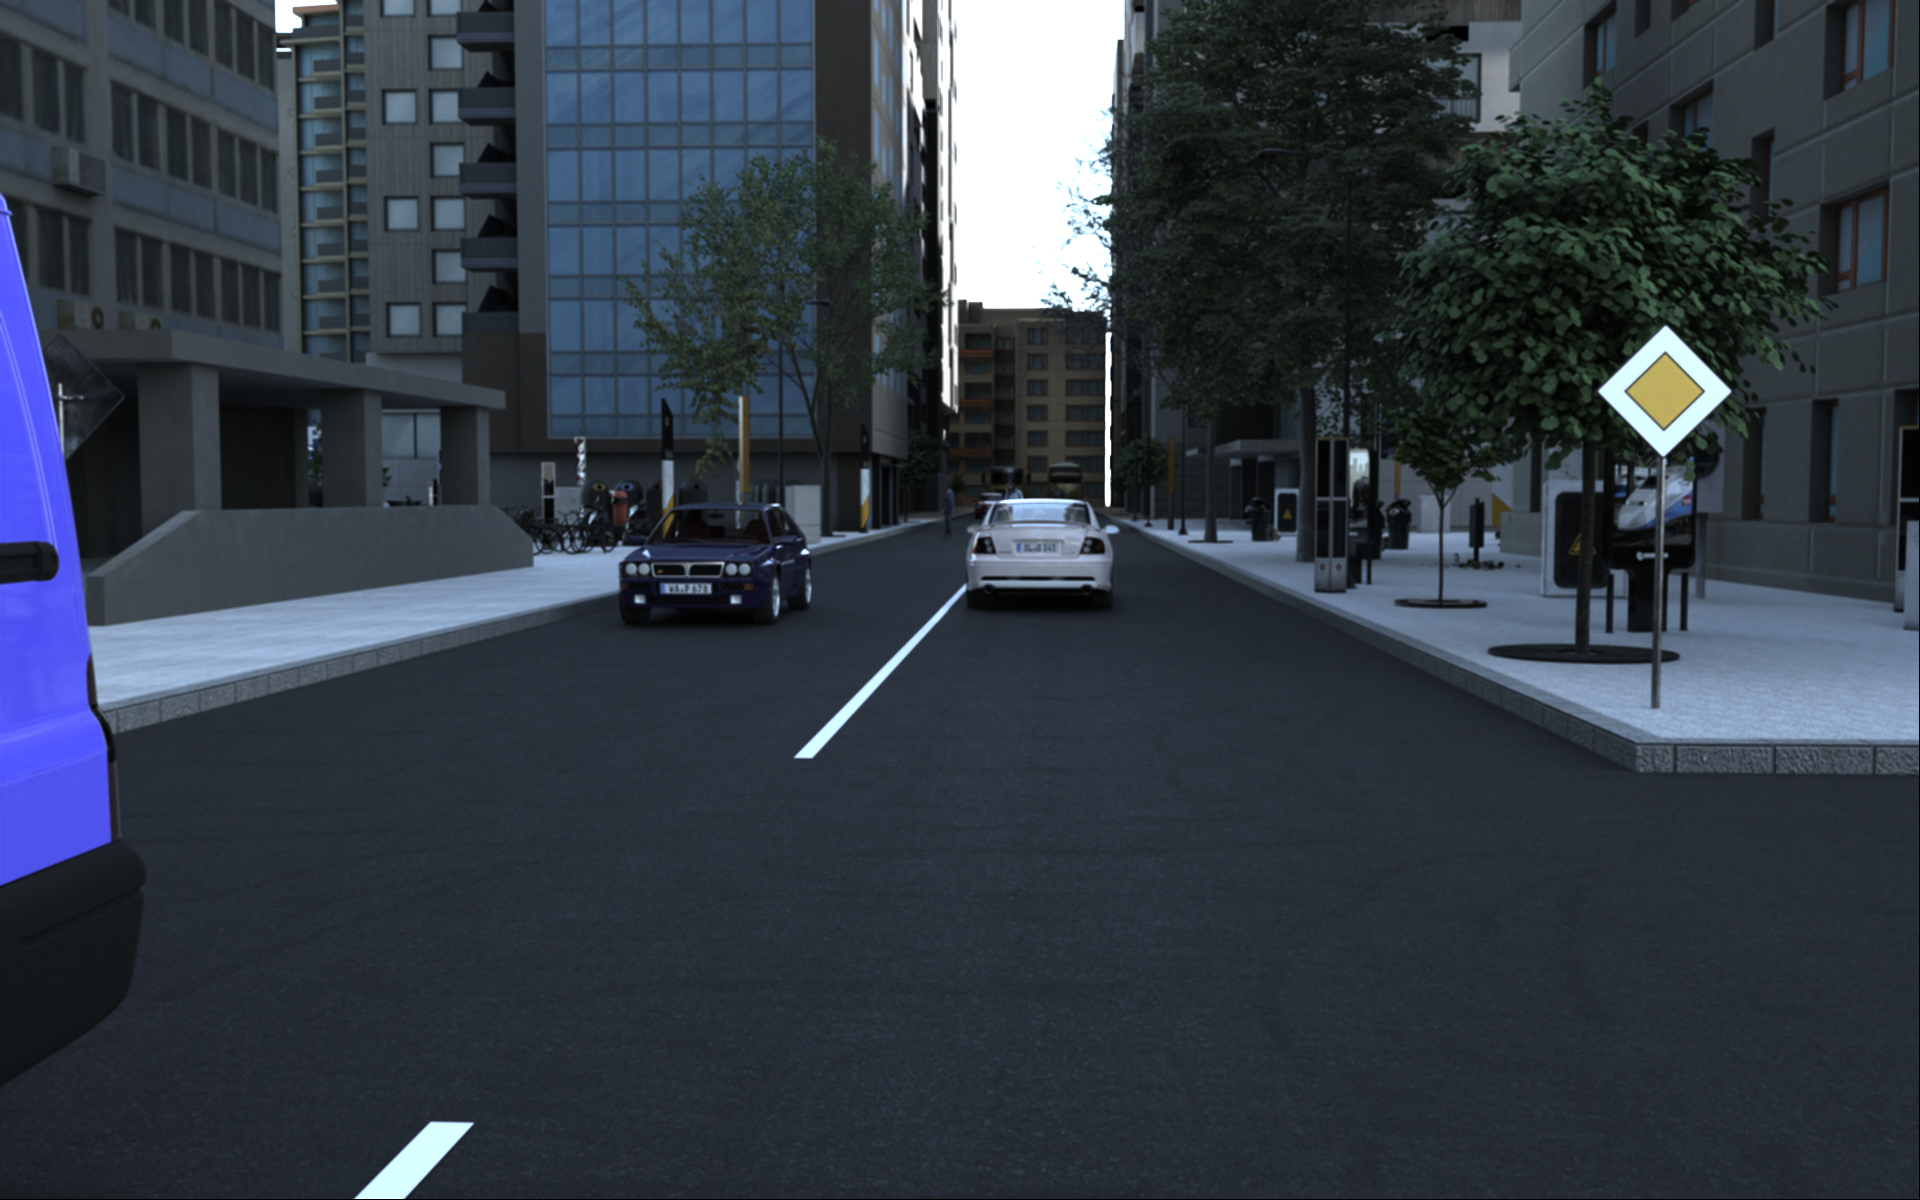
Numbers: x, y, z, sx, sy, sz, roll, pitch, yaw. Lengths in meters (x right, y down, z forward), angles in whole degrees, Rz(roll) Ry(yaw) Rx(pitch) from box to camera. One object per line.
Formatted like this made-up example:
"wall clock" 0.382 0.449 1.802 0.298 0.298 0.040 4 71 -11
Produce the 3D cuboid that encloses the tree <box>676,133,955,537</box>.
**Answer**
"tree" -4.148 -7.689 51.476 9.928 11.665 9.643 0 3 0

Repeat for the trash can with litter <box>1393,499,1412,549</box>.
"trash can with litter" 10.068 -1.774 40.398 0.624 1.170 1.055 -1 4 -17

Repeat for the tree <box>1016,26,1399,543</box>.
"tree" 6.583 -8.265 45.505 12.009 13.543 11.850 0 3 0

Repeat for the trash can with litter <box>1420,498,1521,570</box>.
"trash can with litter" 8.916 -1.170 30.194 1.678 1.210 2.233 1 4 14

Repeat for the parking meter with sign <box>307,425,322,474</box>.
"parking meter with sign" -16.259 -2.959 44.647 0.543 3.016 1.738 0 4 1

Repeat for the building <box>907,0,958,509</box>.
"building" -13.851 -34.093 146.666 27.495 52.752 28.713 0 4 3

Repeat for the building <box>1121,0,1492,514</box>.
"building" 27.538 -33.992 145.000 28.713 52.752 27.495 0 4 3

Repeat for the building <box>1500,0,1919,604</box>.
"building" 25.595 -10.886 23.028 28.899 21.520 27.650 0 4 3

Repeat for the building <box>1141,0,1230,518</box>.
"building" 21.482 -34.307 102.923 21.231 58.520 28.212 0 4 3

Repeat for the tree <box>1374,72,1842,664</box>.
"tree" 4.949 -1.825 13.555 4.285 4.588 4.351 0 3 0

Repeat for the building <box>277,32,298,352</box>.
"building" -63.186 -28.939 156.748 14.086 41.232 14.154 0 4 3

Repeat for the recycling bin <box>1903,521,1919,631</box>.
"recycling bin" 9.392 -0.226 16.252 0.722 1.027 0.722 -3 4 -37

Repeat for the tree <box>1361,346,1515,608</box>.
"tree" 5.646 -1.539 19.764 1.663 3.219 1.824 0 3 0

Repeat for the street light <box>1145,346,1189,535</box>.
"street light" 6.485 -5.005 54.373 1.470 5.913 1.316 0 4 3

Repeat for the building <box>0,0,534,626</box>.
"building" -24.007 -20.275 23.381 32.217 40.220 23.993 0 4 3

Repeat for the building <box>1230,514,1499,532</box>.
"building" 23.520 -29.401 69.948 28.713 52.752 27.495 0 4 3

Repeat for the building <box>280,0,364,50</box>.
"building" -41.818 -30.396 151.595 28.867 44.769 22.147 0 4 3

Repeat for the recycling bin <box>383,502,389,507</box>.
"recycling bin" -17.490 -2.444 52.520 0.722 1.027 0.722 0 4 -2

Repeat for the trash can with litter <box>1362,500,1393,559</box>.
"trash can with litter" 7.912 -1.399 34.262 0.624 1.170 1.055 -2 4 -26

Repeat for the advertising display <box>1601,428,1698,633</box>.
"advertising display" 6.407 -0.666 16.095 0.974 1.923 0.123 -1 4 -19

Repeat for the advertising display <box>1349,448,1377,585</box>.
"advertising display" 5.635 -1.204 24.892 0.123 1.923 0.974 -1 4 -22

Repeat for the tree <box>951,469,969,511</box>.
"tree" -0.349 -8.324 130.706 1.663 3.219 1.824 0 3 0

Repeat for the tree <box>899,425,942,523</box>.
"tree" -3.189 -6.180 84.761 4.285 4.588 4.351 0 3 0

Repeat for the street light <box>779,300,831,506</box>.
"street light" -3.773 -4.224 41.606 1.470 5.913 1.316 0 4 3

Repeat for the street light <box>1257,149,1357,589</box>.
"street light" 4.692 -3.113 23.441 1.470 5.913 1.316 0 4 3

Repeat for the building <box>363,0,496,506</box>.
"building" -16.385 -31.270 100.508 28.713 52.752 27.495 0 4 3

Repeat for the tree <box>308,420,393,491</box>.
"tree" -14.025 -2.733 39.293 1.663 3.219 1.824 0 3 0

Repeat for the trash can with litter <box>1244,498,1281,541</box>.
"trash can with litter" 8.287 -2.196 47.293 0.624 1.170 1.055 3 5 41

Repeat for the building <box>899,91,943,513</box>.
"building" -8.692 -21.398 121.562 14.160 30.474 14.107 0 4 3

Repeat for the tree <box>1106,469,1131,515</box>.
"tree" 9.824 -6.869 106.907 1.663 3.219 1.824 0 3 0

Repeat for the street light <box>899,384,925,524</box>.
"street light" -2.151 -6.142 72.955 1.470 5.913 1.316 0 4 3

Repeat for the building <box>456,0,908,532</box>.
"building" -9.454 -25.343 64.467 14.600 45.320 14.200 0 4 3

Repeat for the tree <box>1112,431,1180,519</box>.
"tree" 9.391 -6.396 88.289 4.285 4.588 4.351 0 3 0

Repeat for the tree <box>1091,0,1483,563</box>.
"tree" 6.162 -6.977 32.207 7.486 12.596 7.792 0 3 0

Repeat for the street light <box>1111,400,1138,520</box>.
"street light" 8.108 -6.897 85.314 1.470 5.913 1.316 0 4 3

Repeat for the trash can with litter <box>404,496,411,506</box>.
"trash can with litter" -21.960 -3.541 68.948 1.678 1.210 2.233 -2 4 -29

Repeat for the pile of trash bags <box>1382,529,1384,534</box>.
"pile of trash bags" 11.956 -2.839 56.176 3.447 1.369 1.912 0 4 5

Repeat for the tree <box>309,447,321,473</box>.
"tree" -31.115 -6.253 85.952 4.285 4.588 4.351 0 3 0

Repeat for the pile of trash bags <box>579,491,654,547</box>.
"pile of trash bags" -8.643 -2.082 43.785 1.912 1.369 3.447 -1 4 -10

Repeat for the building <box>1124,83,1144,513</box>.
"building" 18.914 -21.613 125.071 14.160 30.474 14.107 0 4 3

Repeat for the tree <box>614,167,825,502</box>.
"tree" -5.173 -5.393 38.535 4.737 8.622 4.395 0 3 0
